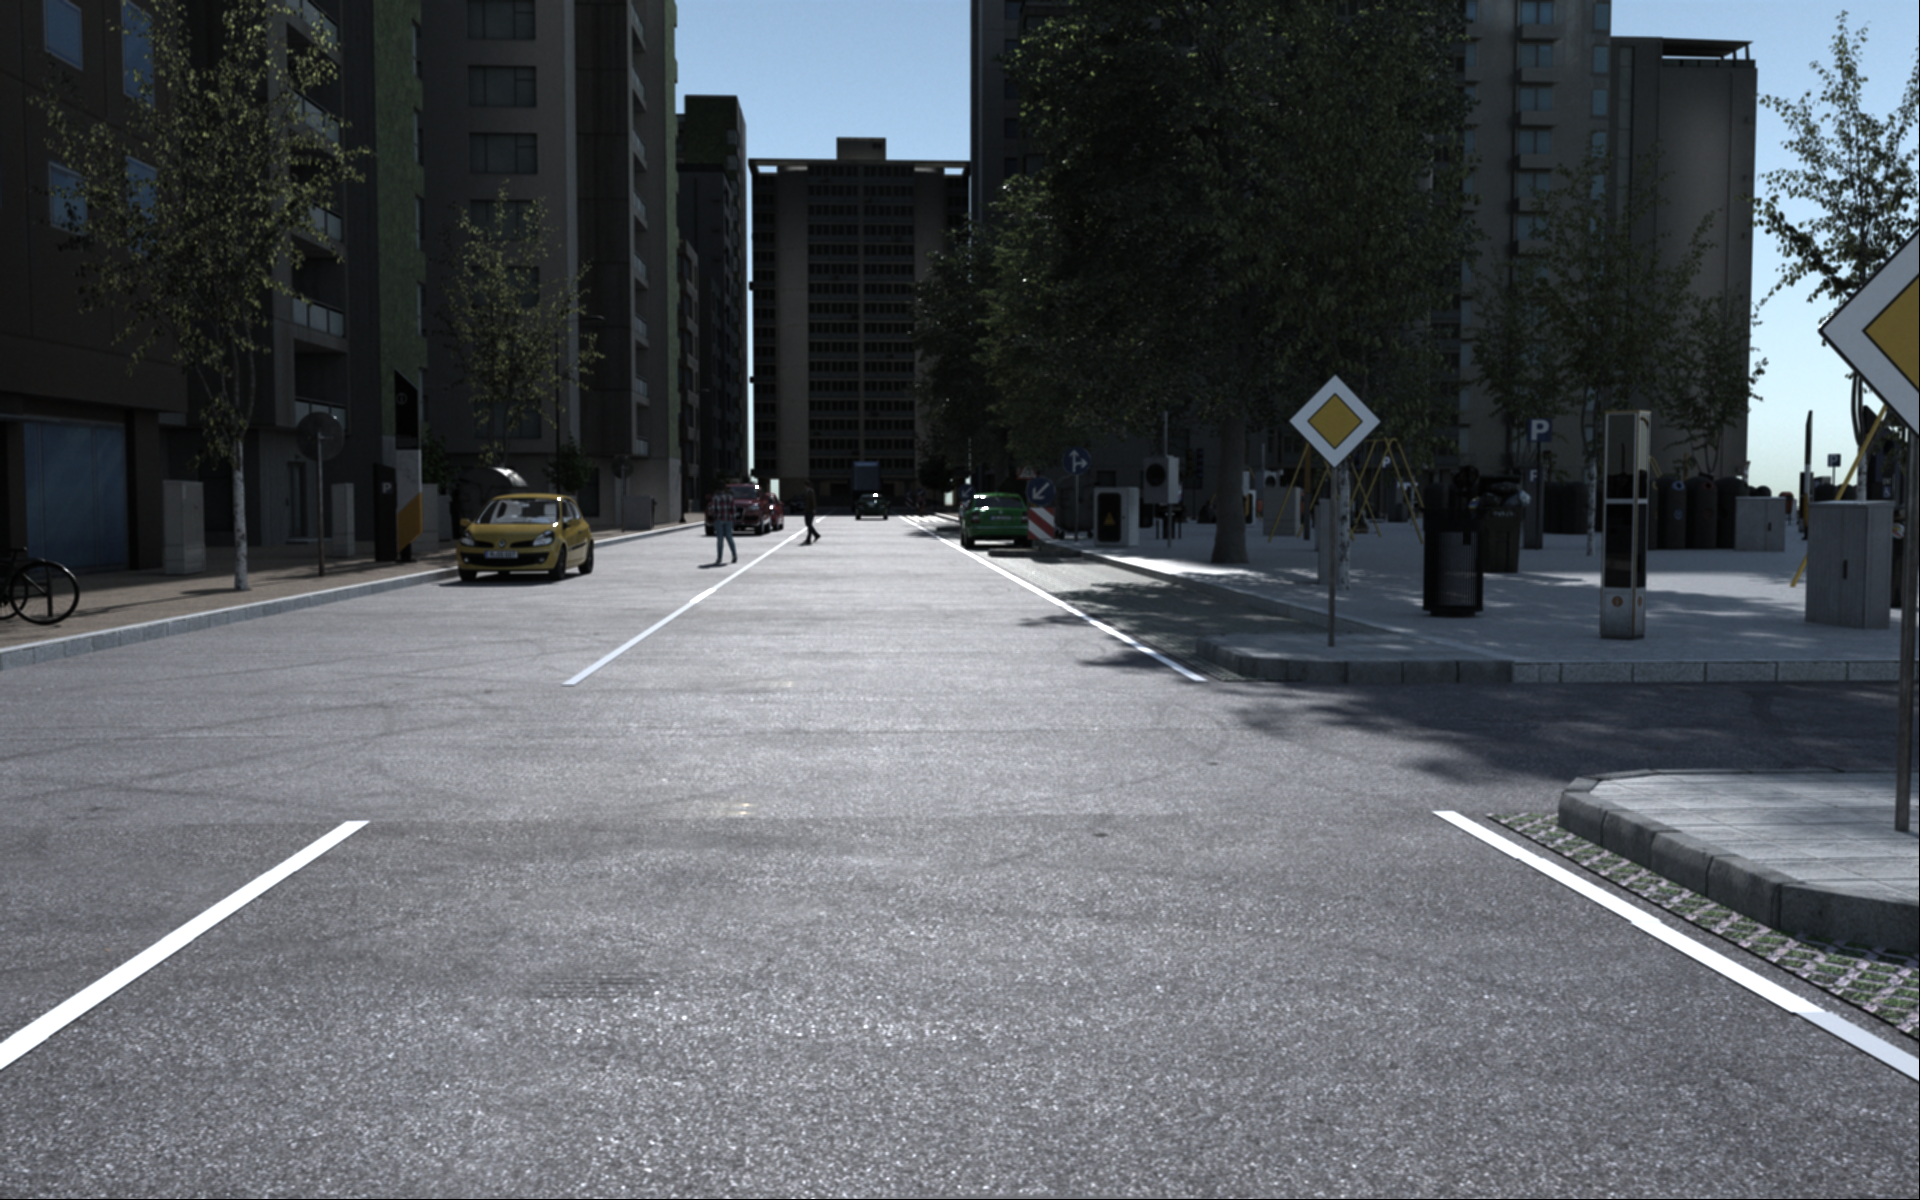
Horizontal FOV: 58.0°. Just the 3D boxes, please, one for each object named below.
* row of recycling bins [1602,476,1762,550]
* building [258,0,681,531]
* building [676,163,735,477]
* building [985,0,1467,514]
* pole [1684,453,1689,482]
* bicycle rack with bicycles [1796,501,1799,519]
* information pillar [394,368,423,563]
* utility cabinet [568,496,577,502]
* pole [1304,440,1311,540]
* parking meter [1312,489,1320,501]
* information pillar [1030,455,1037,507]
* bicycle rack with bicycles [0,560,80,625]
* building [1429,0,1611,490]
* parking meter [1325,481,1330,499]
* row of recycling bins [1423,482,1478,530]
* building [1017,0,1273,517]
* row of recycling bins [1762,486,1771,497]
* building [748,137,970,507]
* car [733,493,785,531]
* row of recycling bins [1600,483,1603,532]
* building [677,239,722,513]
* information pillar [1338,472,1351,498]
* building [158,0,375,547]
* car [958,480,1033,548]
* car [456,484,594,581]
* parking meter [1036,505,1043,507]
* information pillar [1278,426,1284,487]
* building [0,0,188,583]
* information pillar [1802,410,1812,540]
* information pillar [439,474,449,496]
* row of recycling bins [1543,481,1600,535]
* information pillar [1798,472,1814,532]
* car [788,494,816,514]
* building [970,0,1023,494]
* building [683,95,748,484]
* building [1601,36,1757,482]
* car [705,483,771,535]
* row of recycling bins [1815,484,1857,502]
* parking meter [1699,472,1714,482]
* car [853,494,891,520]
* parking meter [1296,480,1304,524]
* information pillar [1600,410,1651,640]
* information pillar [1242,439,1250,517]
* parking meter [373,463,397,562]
[{"bbox_3d":[16.834,-2.035,40.384,3.534,1.692,1.069,-1,4,-21],"label":"row of recycling bins"},{"bbox_3d":[-19.602,-23.780,72.396,14.154,41.232,14.086,0,4,-3],"label":"building"},{"bbox_3d":[-27.239,-23.362,153.675,14.107,30.474,14.160,0,4,-3],"label":"building"},{"bbox_3d":[18.243,-26.377,123.142,32.217,40.220,23.993,0,4,-3],"label":"building"},{"bbox_3d":[35.986,-5.629,85.883,0.158,3.312,0.155,0,3,0],"label":"pole"},{"bbox_3d":[43.889,-4.594,88.488,2.925,0.926,2.852,-1,4,-16],"label":"bicycle rack with bicycles"},{"bbox_3d":[-10.313,-2.508,32.366,0.504,3.616,0.183,1,4,13],"label":"information pillar"},{"bbox_3d":[-10.915,-2.266,48.219,0.306,1.237,1.020,-1,4,-23],"label":"utility cabinet"},{"bbox_3d":[9.710,-3.338,48.412,0.158,3.312,0.155,0,3,0],"label":"pole"},{"bbox_3d":[17.881,-4.811,87.065,0.372,1.533,0.369,0,3,0],"label":"parking meter"},{"bbox_3d":[2.739,-4.503,64.973,0.183,3.616,0.504,-1,4,-19],"label":"information pillar"},{"bbox_3d":[-10.130,-0.221,16.993,2.925,0.926,2.852,0,4,-4],"label":"bicycle rack with bicycles"},{"bbox_3d":[40.391,-32.618,152.916,30.456,49.044,23.786,0,4,-3],"label":"building"},{"bbox_3d":[16.869,-4.484,79.025,0.399,1.863,0.255,-2,4,-33],"label":"parking meter"},{"bbox_3d":[18.064,-3.349,61.866,3.534,1.692,1.069,-2,4,-28],"label":"row of recycling bins"},{"bbox_3d":[10.226,-20.305,103.685,14.160,30.474,14.107,0,4,-3],"label":"building"},{"bbox_3d":[39.902,-4.980,88.532,1.069,1.692,3.534,-2,4,-25],"label":"row of recycling bins"},{"bbox_3d":[-10.900,-30.553,191.422,23.993,40.220,32.217,0,4,-3],"label":"building"},{"bbox_3d":[-8.015,-3.659,68.861,2.155,1.783,4.494,0,4,-2],"label":"car"},{"bbox_3d":[22.282,-3.113,58.004,1.069,1.692,3.534,-2,4,-24],"label":"row of recycling bins"},{"bbox_3d":[-33.150,-17.497,131.116,27.650,21.520,28.899,0,4,-3],"label":"building"},{"bbox_3d":[12.864,-3.277,58.064,0.304,2.012,0.304,-3,5,-42],"label":"information pillar"},{"bbox_3d":[-22.576,-22.029,43.770,14.154,41.232,14.086,0,4,-3],"label":"building"},{"bbox_3d":[0.952,-2.335,46.975,1.959,1.807,4.718,0,4,-3],"label":"car"},{"bbox_3d":[-7.463,-1.203,29.890,2.015,1.641,3.980,0,4,-2],"label":"car"},{"bbox_3d":[3.396,-4.046,74.570,0.372,1.533,0.369,0,3,0],"label":"parking meter"},{"bbox_3d":[10.932,-4.143,59.099,0.183,3.616,0.504,0,4,-2],"label":"information pillar"},{"bbox_3d":[-20.002,-22.724,21.656,14.600,45.320,14.200,0,4,-3],"label":"building"},{"bbox_3d":[23.682,-3.488,48.388,0.183,3.616,0.504,2,4,34],"label":"information pillar"},{"bbox_3d":[-18.496,-3.525,62.120,0.304,2.012,0.304,0,4,-4],"label":"information pillar"},{"bbox_3d":[19.746,-3.027,56.610,1.069,1.692,3.534,0,4,4],"label":"row of recycling bins"},{"bbox_3d":[28.361,-3.276,58.059,0.304,2.012,0.304,0,4,-7],"label":"information pillar"},{"bbox_3d":[-11.551,-7.154,126.752,2.009,1.686,4.222,0,4,-5],"label":"car"},{"bbox_3d":[11.368,-37.082,148.281,21.231,58.520,28.212,0,4,-3],"label":"building"},{"bbox_3d":[-29.553,-30.419,180.947,14.086,41.232,14.154,0,4,-3],"label":"building"},{"bbox_3d":[62.563,-29.084,159.116,14.086,41.232,14.154,0,4,-3],"label":"building"},{"bbox_3d":[-7.941,-3.277,62.257,2.281,1.827,5.304,0,4,-2],"label":"car"},{"bbox_3d":[35.586,-3.791,69.095,3.534,1.692,1.069,-2,4,-24],"label":"row of recycling bins"},{"bbox_3d":[19.688,-2.445,45.694,0.399,1.863,0.255,2,4,29],"label":"parking meter"},{"bbox_3d":[-5.016,-5.313,98.658,2.131,1.459,4.920,0,4,-2],"label":"car"},{"bbox_3d":[14.478,-4.148,73.524,0.399,1.863,0.255,-1,4,-14],"label":"parking meter"},{"bbox_3d":[5.890,-0.663,15.339,0.304,2.012,0.304,3,5,40],"label":"information pillar"},{"bbox_3d":[10.210,-4.357,62.598,0.504,3.616,0.183,-1,4,-12],"label":"information pillar"},{"bbox_3d":[-10.927,-1.667,32.966,0.399,1.863,0.255,-3,4,-36],"label":"parking meter"}]
